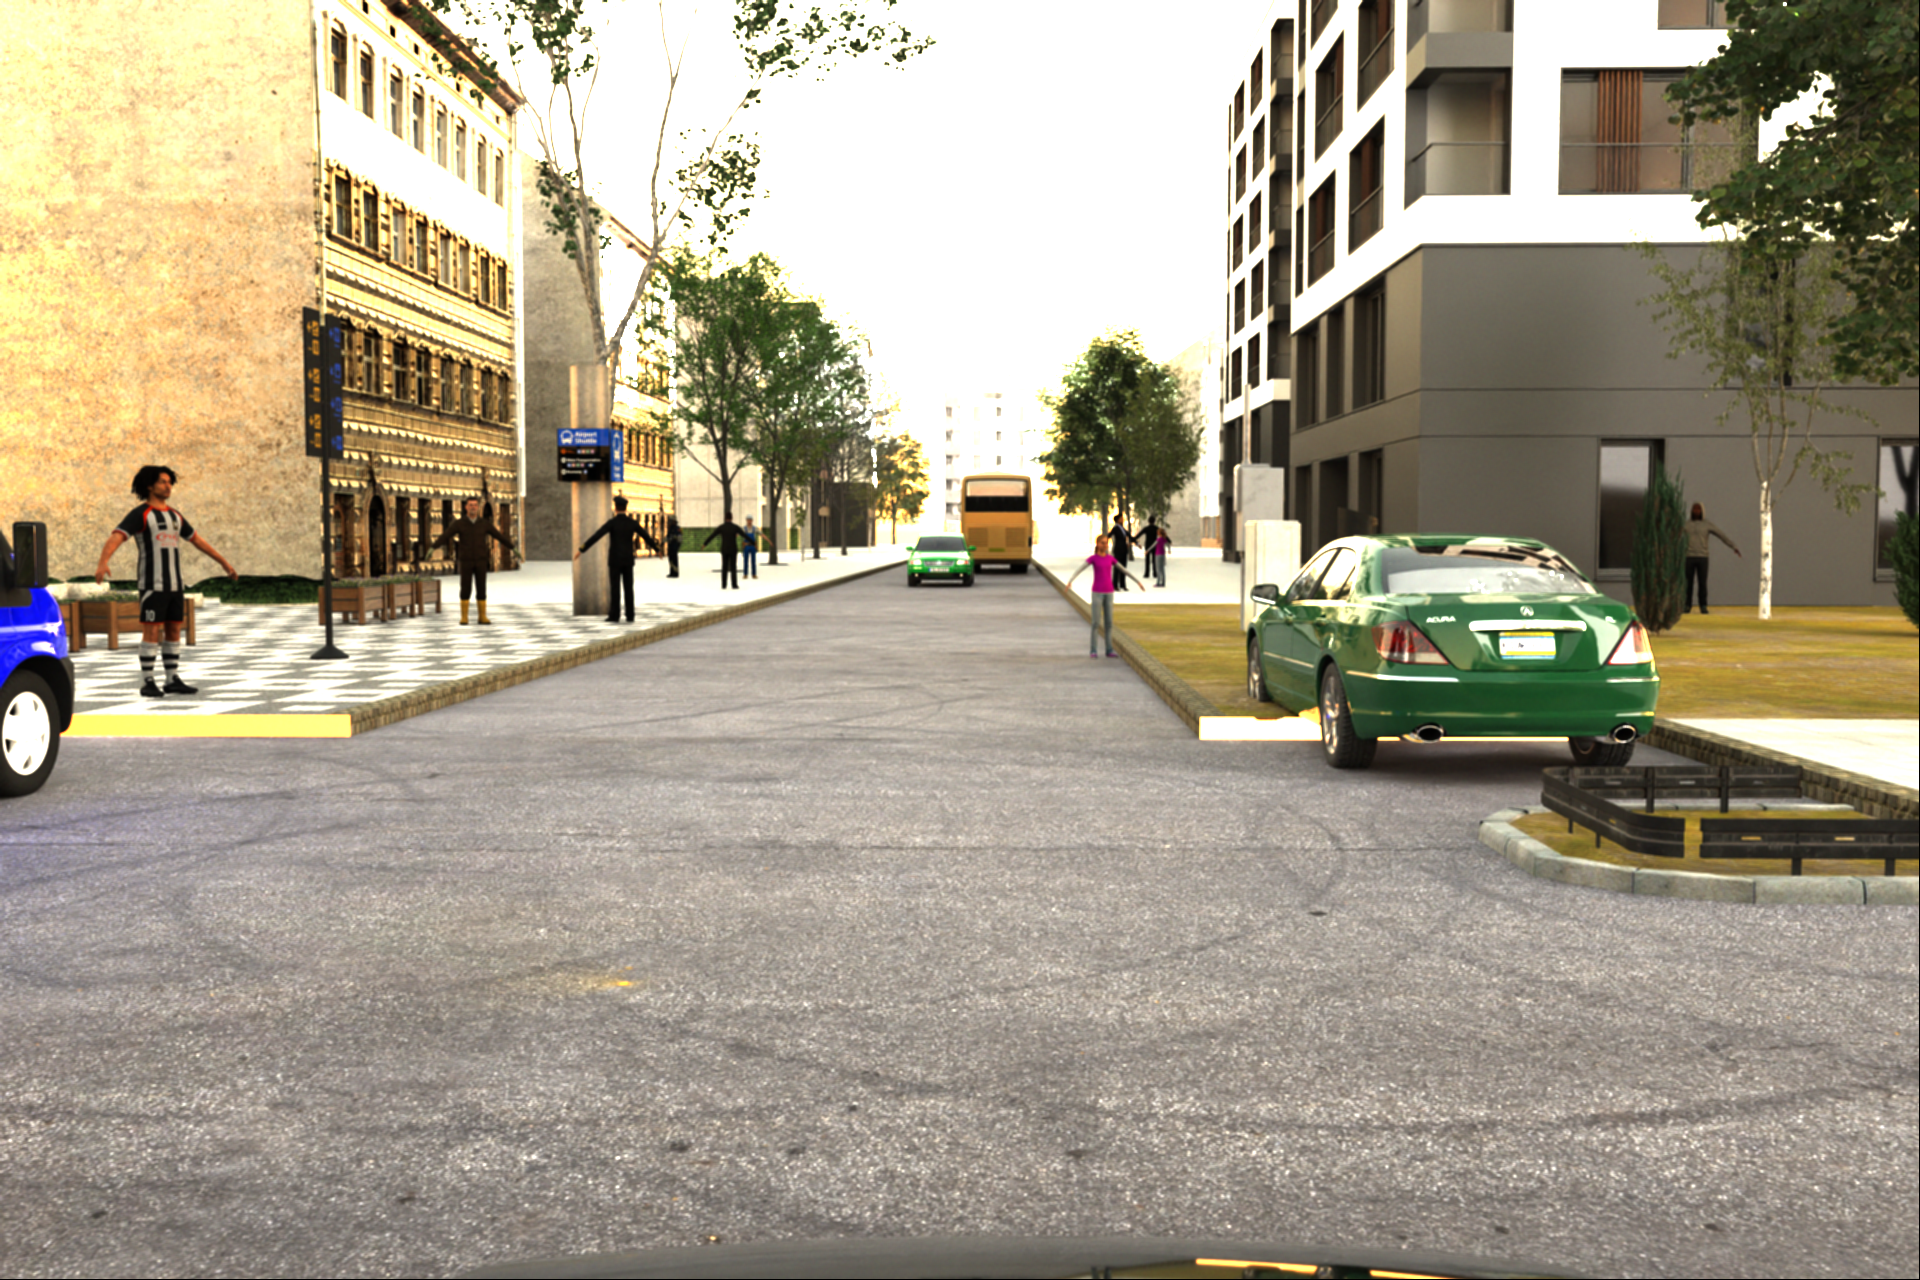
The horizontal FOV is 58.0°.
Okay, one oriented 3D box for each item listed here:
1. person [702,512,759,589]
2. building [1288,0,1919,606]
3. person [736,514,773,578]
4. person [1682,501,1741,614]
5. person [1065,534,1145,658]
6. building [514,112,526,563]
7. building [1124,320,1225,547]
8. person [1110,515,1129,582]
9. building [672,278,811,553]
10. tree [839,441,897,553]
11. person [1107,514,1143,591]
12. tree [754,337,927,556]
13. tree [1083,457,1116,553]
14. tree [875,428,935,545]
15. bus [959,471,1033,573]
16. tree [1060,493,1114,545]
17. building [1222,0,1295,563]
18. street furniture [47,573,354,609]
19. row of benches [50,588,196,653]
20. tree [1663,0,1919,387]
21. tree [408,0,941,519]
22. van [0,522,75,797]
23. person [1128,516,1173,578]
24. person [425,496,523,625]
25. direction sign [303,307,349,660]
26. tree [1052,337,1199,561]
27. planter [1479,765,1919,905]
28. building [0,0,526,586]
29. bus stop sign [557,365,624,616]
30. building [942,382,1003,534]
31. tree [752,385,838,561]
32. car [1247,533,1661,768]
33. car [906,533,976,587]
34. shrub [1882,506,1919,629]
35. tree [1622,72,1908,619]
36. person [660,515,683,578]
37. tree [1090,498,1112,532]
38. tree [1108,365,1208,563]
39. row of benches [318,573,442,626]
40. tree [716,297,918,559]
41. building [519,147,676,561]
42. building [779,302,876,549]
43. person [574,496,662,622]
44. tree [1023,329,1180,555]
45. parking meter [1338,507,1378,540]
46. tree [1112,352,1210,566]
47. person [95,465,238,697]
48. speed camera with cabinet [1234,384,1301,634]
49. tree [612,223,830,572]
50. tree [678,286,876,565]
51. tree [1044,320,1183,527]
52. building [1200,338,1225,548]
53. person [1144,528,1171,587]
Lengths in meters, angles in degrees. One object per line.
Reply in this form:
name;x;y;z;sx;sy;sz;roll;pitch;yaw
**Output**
person;-5.411;-2.106;40.653;1.346;1.802;0.704;0;4;3
building;22.474;-12.364;46.125;27.936;21.610;32.646;0;4;1
person;-6.079;-2.706;50.099;1.347;1.847;0.705;-1;4;-12
person;11.905;-1.338;28.008;1.348;1.813;0.705;2;4;30
person;1.668;-0.507;20.012;0.991;1.433;0.599;-1;4;-19
building;-24.586;-12.674;63.638;16.016;20.090;11.380;0;4;2
building;27.456;-21.534;183.005;19.493;23.208;18.063;0;4;1
person;4.208;-2.441;46.104;0.705;1.806;1.347;-1;4;-10
building;-21.899;-16.458;135.539;16.747;18.905;31.486;0;4;2
tree;-5.963;-10.063;114.889;4.360;8.622;3.978;0;3;0
person;3.664;-1.973;38.984;1.216;1.740;0.721;-3;5;-43
tree;-7.080;-11.805;103.386;12.009;13.543;11.850;0;3;0
tree;8.997;-10.248;117.922;4.737;8.622;4.395;0;3;0
tree;-7.776;-18.289;205.682;9.857;13.997;8.962;0;3;0
bus;1.344;-4.602;66.789;2.896;3.916;12.252;0;4;0
tree;15.553;-16.831;209.592;7.601;10.594;8.767;0;4;6
building;26.190;-14.561;82.052;27.936;21.610;32.646;0;4;1
street furniture;-14.650;-0.949;31.143;5.734;0.657;10.072;2;4;24
row of benches;-10.067;-0.173;18.286;1.422;0.672;4.104;2;4;29
tree;9.030;-6.405;11.382;9.857;13.997;8.962;0;3;0
tree;-7.197;-11.249;39.809;12.611;20.169;13.585;0;3;0
van;-6.065;-0.205;7.729;2.240;2.365;5.245;0;4;2
person;5.615;-2.737;50.932;1.347;1.806;0.705;0;4;-7
person;-6.894;-1.126;24.540;1.346;1.812;0.704;-2;4;-25
direction sign;-6.501;-1.576;17.759;0.379;3.537;0.876;0;4;2
tree;7.831;-9.052;82.412;7.601;10.594;8.767;1;4;10
planter;3.409;0.823;7.689;1.991;0.319;1.994;0;4;2
building;-24.896;-13.493;51.541;19.493;23.208;18.063;0;4;1
bus stop sign;-5.817;-2.344;27.333;0.837;3.901;0.837;0;4;3
building;-1.799;-21.396;208.702;11.380;20.090;16.016;1;4;8
tree;-7.596;-7.985;80.913;4.737;8.622;4.395;0;3;0
car;3.180;-0.013;12.016;2.131;1.459;4.920;0;3;0
car;-0.514;-2.434;48.599;1.959;1.807;4.718;0;4;1
shrub;12.431;-1.049;21.568;1.690;2.028;1.600;0;3;0
tree;12.267;-4.629;26.053;4.360;8.622;3.978;0;3;0
person;-8.494;-2.776;51.159;0.705;1.856;1.354;-2;4;-33
tree;16.839;-15.455;203.051;4.360;8.622;3.978;0;3;0
tree;8.649;-7.646;75.378;4.737;8.622;4.395;0;3;0
row of benches;-8.705;-0.651;26.101;1.422;0.672;4.104;0;4;-1
tree;-7.258;-10.922;88.944;12.009;13.543;11.850;0;3;0
building;-25.910;-15.902;90.919;19.493;23.208;18.063;0;4;1
building;-23.094;-19.879;169.004;27.936;21.610;32.646;0;4;1
person;-4.958;-1.184;25.299;1.347;1.837;0.705;-2;4;-31
tree;8.862;-12.246;106.877;9.857;13.997;8.962;0;3;0
parking meter;3.791;-0.498;16.546;0.372;1.533;0.369;0;3;0
tree;8.314;-7.325;70.122;4.360;8.622;3.978;0;3;0
person;-6.332;-0.466;13.755;0.704;1.843;1.345;1;4;23
speed camera with cabinet;3.949;-1.707;22.252;0.660;3.252;2.038;0;4;2
tree;-8.000;-8.135;58.760;9.928;11.665;9.643;0;3;0
tree;-7.585;-8.918;71.568;9.928;11.665;9.643;0;3;0
tree;8.216;-10.677;92.693;7.486;12.596;7.792;0;3;0
building;28.482;-19.036;167.650;16.016;20.090;11.380;0;4;1
person;4.817;-2.007;42.075;0.599;1.433;0.991;3;5;44
